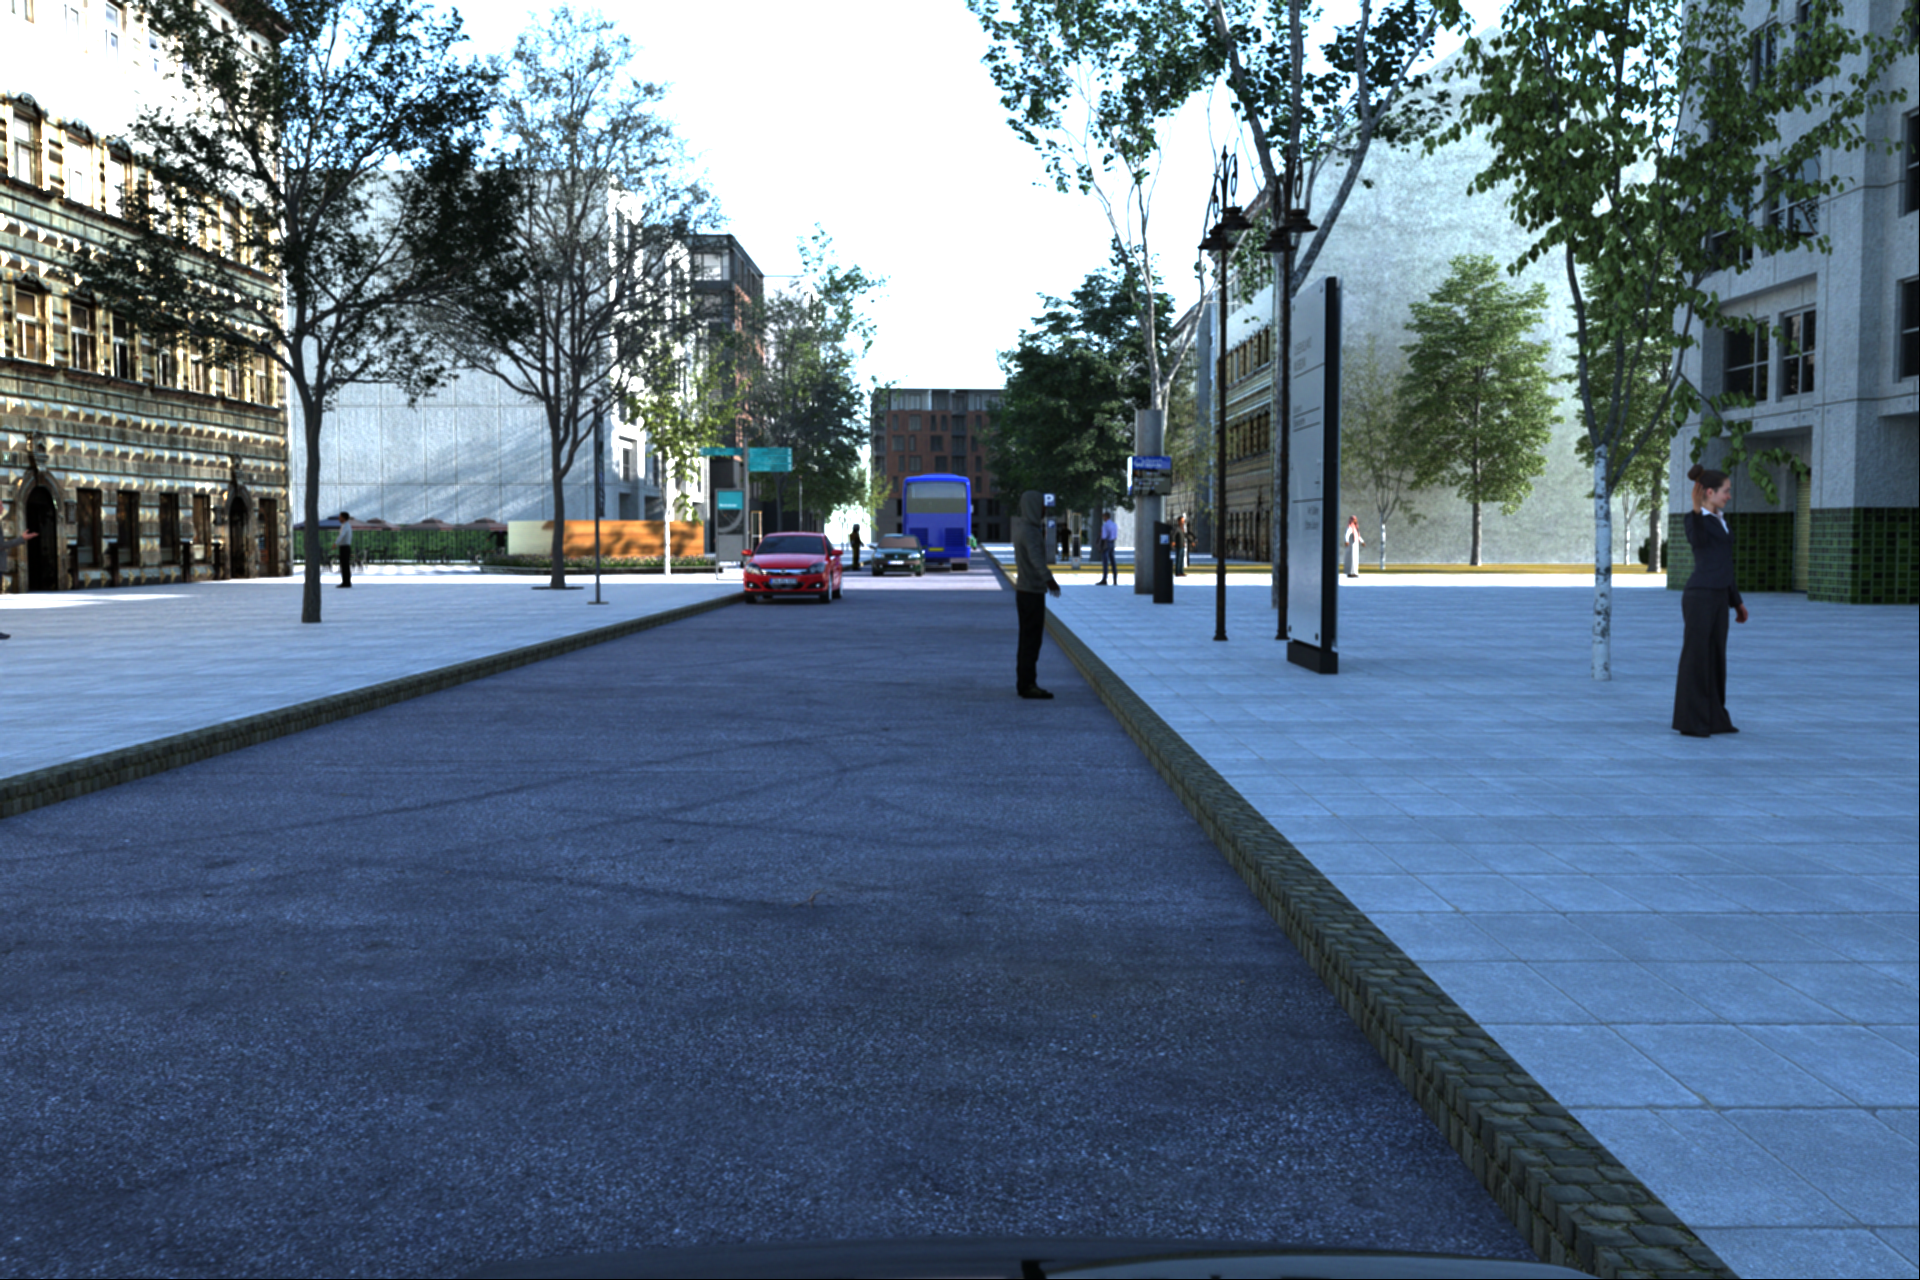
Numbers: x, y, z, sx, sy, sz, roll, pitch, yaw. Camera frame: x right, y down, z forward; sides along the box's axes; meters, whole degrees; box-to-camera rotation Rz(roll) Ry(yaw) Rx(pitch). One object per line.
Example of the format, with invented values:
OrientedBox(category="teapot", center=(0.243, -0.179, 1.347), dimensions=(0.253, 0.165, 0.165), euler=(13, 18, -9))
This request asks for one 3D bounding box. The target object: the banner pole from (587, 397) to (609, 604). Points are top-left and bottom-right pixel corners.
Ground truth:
OrientedBox(category="banner pole", center=(-6.665, -2.570, 32.040), dimensions=(0.401, 3.779, 0.863), euler=(0, 4, 1))

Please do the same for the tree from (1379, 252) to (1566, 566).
OrientedBox(category="tree", center=(20.962, -9.335, 70.751), dimensions=(7.486, 12.596, 7.792), euler=(0, 3, 0))

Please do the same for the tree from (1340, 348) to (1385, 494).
OrientedBox(category="tree", center=(14.020, -7.175, 67.673), dimensions=(4.360, 8.622, 3.978), euler=(0, 3, 0))

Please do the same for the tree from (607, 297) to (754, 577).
OrientedBox(category="tree", center=(-8.612, -6.219, 52.039), dimensions=(4.737, 8.622, 4.395), euler=(0, 3, 0))

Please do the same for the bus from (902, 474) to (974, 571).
OrientedBox(category="bus", center=(-0.860, -4.793, 69.919), dimensions=(2.896, 3.916, 12.251), euler=(0, 3, 0))

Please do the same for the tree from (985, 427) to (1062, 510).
OrientedBox(category="tree", center=(7.131, -14.056, 140.184), dimensions=(12.009, 13.543, 11.850), euler=(0, 3, 0))

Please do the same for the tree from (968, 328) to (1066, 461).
OrientedBox(category="tree", center=(7.205, -18.441, 157.402), dimensions=(12.611, 20.169, 13.585), euler=(0, 3, 0))

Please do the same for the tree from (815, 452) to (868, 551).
OrientedBox(category="tree", center=(-8.583, -11.272, 134.656), dimensions=(4.360, 8.622, 3.978), euler=(0, 3, 0))

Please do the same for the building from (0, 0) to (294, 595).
OrientedBox(category="building", center=(-29.425, -12.951, 42.685), dimensions=(19.493, 23.208, 18.063), euler=(0, 4, 0))

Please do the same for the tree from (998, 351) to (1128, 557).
OrientedBox(category="tree", center=(6.004, -10.521, 97.774), dimensions=(9.928, 11.665, 9.643), euler=(0, 3, 0))

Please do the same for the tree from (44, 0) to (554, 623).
OrientedBox(category="tree", center=(-9.191, -5.546, 25.095), dimensions=(8.767, 10.594, 7.601), euler=(3, 4, 38))

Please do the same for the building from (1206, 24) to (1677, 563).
OrientedBox(category="building", center=(22.943, -15.495, 84.278), dimensions=(19.493, 23.208, 18.063), euler=(0, 3, 0))

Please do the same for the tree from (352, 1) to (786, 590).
OrientedBox(category="tree", center=(-9.225, -7.923, 39.917), dimensions=(12.009, 13.543, 11.850), euler=(0, 3, 0))

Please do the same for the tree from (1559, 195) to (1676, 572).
OrientedBox(category="tree", center=(23.788, -8.572, 58.279), dimensions=(7.486, 12.596, 7.792), euler=(0, 3, 0))

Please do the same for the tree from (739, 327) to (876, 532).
OrientedBox(category="tree", center=(-8.564, -10.865, 95.765), dimensions=(7.486, 12.596, 7.792), euler=(0, 3, 0))

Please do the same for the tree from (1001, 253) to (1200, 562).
OrientedBox(category="tree", center=(6.304, -10.598, 79.939), dimensions=(9.857, 13.997, 8.962), euler=(0, 3, 0))

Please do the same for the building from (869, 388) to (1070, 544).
OrientedBox(category="building", center=(3.594, -24.776, 251.517), dimensions=(32.646, 21.610, 27.936), euler=(0, 4, -5))

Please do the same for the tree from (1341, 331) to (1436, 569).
OrientedBox(category="tree", center=(15.399, -6.871, 62.710), dimensions=(4.360, 8.622, 3.978), euler=(0, 3, 0))

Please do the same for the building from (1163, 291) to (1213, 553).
OrientedBox(category="building", center=(25.126, -17.968, 124.711), dimensions=(19.493, 23.208, 18.063), euler=(0, 4, 0))

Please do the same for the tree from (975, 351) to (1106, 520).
OrientedBox(category="tree", center=(6.172, -13.079, 120.504), dimensions=(9.857, 13.997, 8.962), euler=(0, 3, 0))

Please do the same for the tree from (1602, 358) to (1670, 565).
OrientedBox(category="tree", center=(27.859, -7.479, 72.637), dimensions=(4.360, 8.622, 3.978), euler=(0, 3, 0))

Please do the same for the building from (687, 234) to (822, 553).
OrientedBox(category="building", center=(-25.942, -17.772, 134.545), dimensions=(27.936, 21.610, 32.646), euler=(0, 4, 0))

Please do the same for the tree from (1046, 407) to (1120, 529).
OrientedBox(category="tree", center=(5.870, -8.468, 88.818), dimensions=(4.360, 8.622, 3.978), euler=(0, 3, 0))

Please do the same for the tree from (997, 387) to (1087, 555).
OrientedBox(category="tree", center=(5.904, -11.211, 109.062), dimensions=(9.928, 11.665, 9.643), euler=(0, 3, 0))

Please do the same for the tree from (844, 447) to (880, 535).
OrientedBox(category="tree", center=(-8.029, -11.657, 140.949), dimensions=(4.360, 8.622, 3.978), euler=(0, 3, 0))

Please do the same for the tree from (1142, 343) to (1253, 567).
OrientedBox(category="tree", center=(8.611, -7.134, 66.997), dimensions=(4.360, 8.622, 3.978), euler=(0, 3, 0))

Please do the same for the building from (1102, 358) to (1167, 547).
OrientedBox(category="building", center=(23.578, -19.345, 182.741), dimensions=(16.747, 18.905, 31.486), euler=(0, 4, 1))

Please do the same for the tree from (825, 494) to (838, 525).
OrientedBox(category="tree", center=(-20.105, -20.061, 246.118), dimensions=(7.486, 12.596, 7.792), euler=(0, 3, 0))

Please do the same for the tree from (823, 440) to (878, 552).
OrientedBox(category="tree", center=(-8.702, -10.698, 125.276), dimensions=(4.360, 8.622, 3.978), euler=(0, 3, 0))

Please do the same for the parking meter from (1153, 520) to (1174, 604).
OrientedBox(category="parking meter", center=(3.768, -1.447, 32.075), dimensions=(0.372, 1.533, 0.369), euler=(0, 3, 0))

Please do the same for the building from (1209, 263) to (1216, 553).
OrientedBox(category="building", center=(21.587, -15.673, 112.667), dimensions=(16.016, 20.090, 11.380), euler=(0, 4, 1))

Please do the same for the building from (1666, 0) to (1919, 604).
OrientedBox(category="building", center=(24.543, -9.612, 23.621), dimensions=(16.747, 18.905, 31.486), euler=(0, 4, 0))

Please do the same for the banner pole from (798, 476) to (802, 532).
OrientedBox(category="banner pole", center=(-6.878, -5.183, 74.752), dimensions=(0.401, 3.779, 0.863), euler=(0, 3, 0))

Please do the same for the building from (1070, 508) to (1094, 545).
OrientedBox(category="building", center=(23.074, -21.293, 214.589), dimensions=(16.747, 18.905, 31.486), euler=(0, 3, 0))

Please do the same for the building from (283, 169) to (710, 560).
OrientedBox(category="building", center=(-25.281, -14.287, 100.049), dimensions=(16.747, 18.905, 31.486), euler=(0, 4, 0))

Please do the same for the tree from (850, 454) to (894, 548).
OrientedBox(category="tree", center=(-8.373, -12.530, 155.224), dimensions=(4.737, 8.622, 4.395), euler=(0, 3, 0))
